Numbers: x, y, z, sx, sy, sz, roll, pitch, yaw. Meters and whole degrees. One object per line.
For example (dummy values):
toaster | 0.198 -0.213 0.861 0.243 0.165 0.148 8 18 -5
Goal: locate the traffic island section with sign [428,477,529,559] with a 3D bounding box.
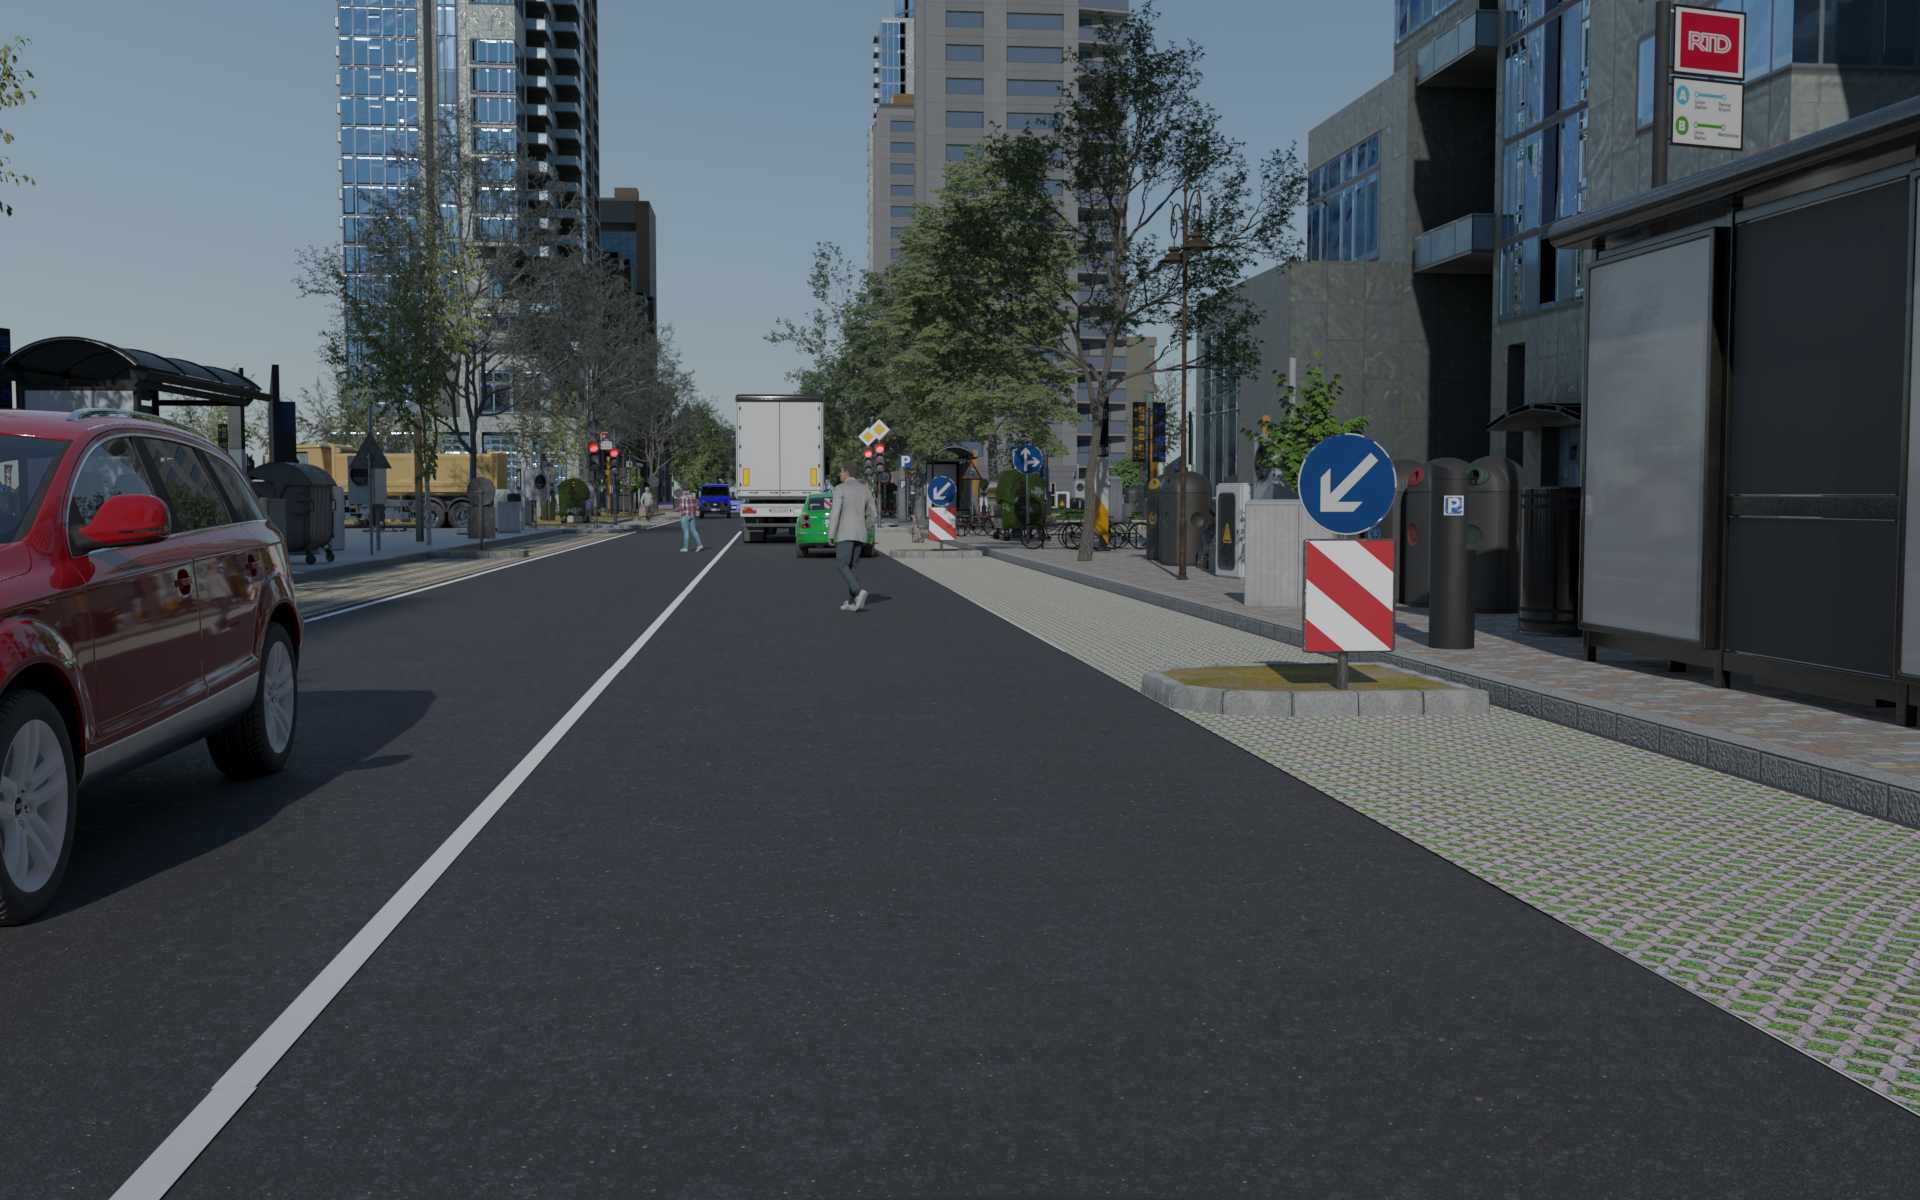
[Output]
traffic island section with sign | -10.839 -1.867 39.158 1.989 1.847 2.006 0 4 -6

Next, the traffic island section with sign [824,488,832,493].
traffic island section with sign | -9.469 -6.958 122.387 1.989 1.847 2.006 0 4 -6

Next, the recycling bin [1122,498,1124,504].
recycling bin | 11.359 -6.850 124.556 0.722 1.027 0.722 1 4 17

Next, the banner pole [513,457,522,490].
banner pole | -29.825 -7.742 116.605 0.401 3.779 0.863 3 4 37

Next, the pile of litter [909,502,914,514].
pile of litter | -2.958 -5.969 111.550 1.176 0.858 1.719 0 4 1

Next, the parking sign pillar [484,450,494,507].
parking sign pillar | -29.125 -7.292 107.701 1.447 3.967 1.447 0 4 7

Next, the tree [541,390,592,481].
tree | -26.493 -10.123 115.878 4.737 8.622 4.395 0 3 0

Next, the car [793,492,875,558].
car | -2.917 -1.930 40.356 1.959 1.807 4.718 0 4 -5

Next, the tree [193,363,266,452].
tree | -41.486 -9.025 97.928 4.737 8.622 4.395 0 3 0

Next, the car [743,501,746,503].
car | -22.398 -10.465 183.681 1.945 1.354 3.894 0 4 -4

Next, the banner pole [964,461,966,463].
banner pole | -0.247 -6.404 94.728 0.401 3.779 0.863 3 5 41

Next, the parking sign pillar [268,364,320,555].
parking sign pillar | -14.368 -2.950 36.697 1.447 3.967 1.447 -2 4 -26

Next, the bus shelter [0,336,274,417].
bus shelter | -11.708 -1.900 24.985 2.014 3.302 5.546 0 4 -6

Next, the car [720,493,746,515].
car | -16.048 -6.864 121.820 1.945 1.707 3.694 0 4 -8

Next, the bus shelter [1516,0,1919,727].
bus shelter | 5.741 -2.092 11.830 2.179 5.291 8.768 0 4 -6

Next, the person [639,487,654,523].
person | -15.514 -4.682 85.542 0.515 1.767 0.782 3 5 42

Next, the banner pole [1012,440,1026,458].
banner pole | 2.796 -5.535 80.518 0.863 3.779 0.401 0 4 5

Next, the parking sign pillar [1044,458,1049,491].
parking sign pillar | 6.263 -8.658 130.026 1.447 3.967 1.447 -1 4 -18

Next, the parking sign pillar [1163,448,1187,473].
parking sign pillar | 12.759 -6.831 100.163 1.447 3.967 1.447 1 4 20

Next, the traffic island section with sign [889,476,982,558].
traffic island section with sign | -0.592 -1.880 39.369 1.989 1.847 2.006 0 4 -6

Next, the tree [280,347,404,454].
tree | -30.794 -8.271 85.588 4.360 8.622 3.978 0 3 0

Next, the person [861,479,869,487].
person | -2.704 -2.370 47.345 0.679 1.850 0.850 -3 5 -43

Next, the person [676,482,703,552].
person | -6.762 -2.070 43.174 0.643 1.720 0.563 3 4 37

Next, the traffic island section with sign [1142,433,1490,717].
traffic island section with sign | 2.333 -0.208 12.025 1.989 1.847 2.006 0 4 -6

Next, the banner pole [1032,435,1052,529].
banner pole | 2.962 -4.459 62.919 0.863 3.779 0.401 -2 4 -27

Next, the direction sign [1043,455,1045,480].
direction sign | 4.496 -6.553 99.144 0.876 3.537 0.379 -2 4 -28

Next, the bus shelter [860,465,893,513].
bus shelter | -5.772 -7.691 119.678 2.014 3.302 5.546 0 4 -6

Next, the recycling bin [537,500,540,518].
recycling bin | -23.406 -5.013 94.517 0.722 1.027 0.722 2 4 30

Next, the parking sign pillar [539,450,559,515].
parking sign pillar | -25.274 -7.188 106.001 1.447 3.967 1.447 1 4 8

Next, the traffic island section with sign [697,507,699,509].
traffic island section with sign | -24.982 -9.959 171.461 1.989 1.847 2.006 0 4 -6

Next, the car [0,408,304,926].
car | -4.305 0.084 7.301 2.281 1.827 5.304 0 4 -7

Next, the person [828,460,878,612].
person | -1.282 -0.785 21.180 0.661 1.843 0.795 -3 4 -38

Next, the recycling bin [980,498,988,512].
recycling bin | 1.795 -6.591 120.318 0.722 1.027 0.722 1 4 17

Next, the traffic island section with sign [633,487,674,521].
traffic island section with sign | -16.707 -5.219 93.965 1.989 1.847 2.006 0 4 -6

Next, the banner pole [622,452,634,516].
banner pole | -21.090 -7.319 109.685 0.863 3.779 0.401 -2 4 -26

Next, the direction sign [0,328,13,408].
direction sign | -13.105 -1.919 23.372 0.379 3.537 0.876 1 4 13

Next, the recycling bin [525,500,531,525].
recycling bin | -18.374 -3.649 72.222 0.722 1.027 0.722 3 5 39

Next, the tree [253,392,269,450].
tree | -48.902 -10.649 124.473 4.360 8.622 3.978 0 3 0

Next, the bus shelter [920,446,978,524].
bus shelter | -0.515 -5.003 75.715 2.014 3.302 5.546 0 4 -6

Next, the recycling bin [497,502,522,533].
recycling bin | -14.960 -2.749 57.496 0.722 1.027 0.722 -1 4 -10

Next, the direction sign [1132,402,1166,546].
direction sign | 4.655 -3.101 42.698 0.876 3.537 0.379 -1 4 -17

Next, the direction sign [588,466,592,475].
direction sign | -29.539 -8.945 138.245 0.876 3.537 0.379 1 4 9

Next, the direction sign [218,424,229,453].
direction sign | -23.509 -3.907 55.876 0.876 3.537 0.379 1 4 12

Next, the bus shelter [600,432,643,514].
bus shelter | -22.366 -8.369 114.467 2.179 5.291 8.768 0 4 -6

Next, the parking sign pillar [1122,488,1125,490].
parking sign pillar | 13.567 -9.129 137.728 1.447 3.967 1.447 -1 4 -9

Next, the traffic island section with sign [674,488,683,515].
traffic island section with sign | -19.589 -6.875 121.026 1.989 1.847 2.006 0 4 -6
